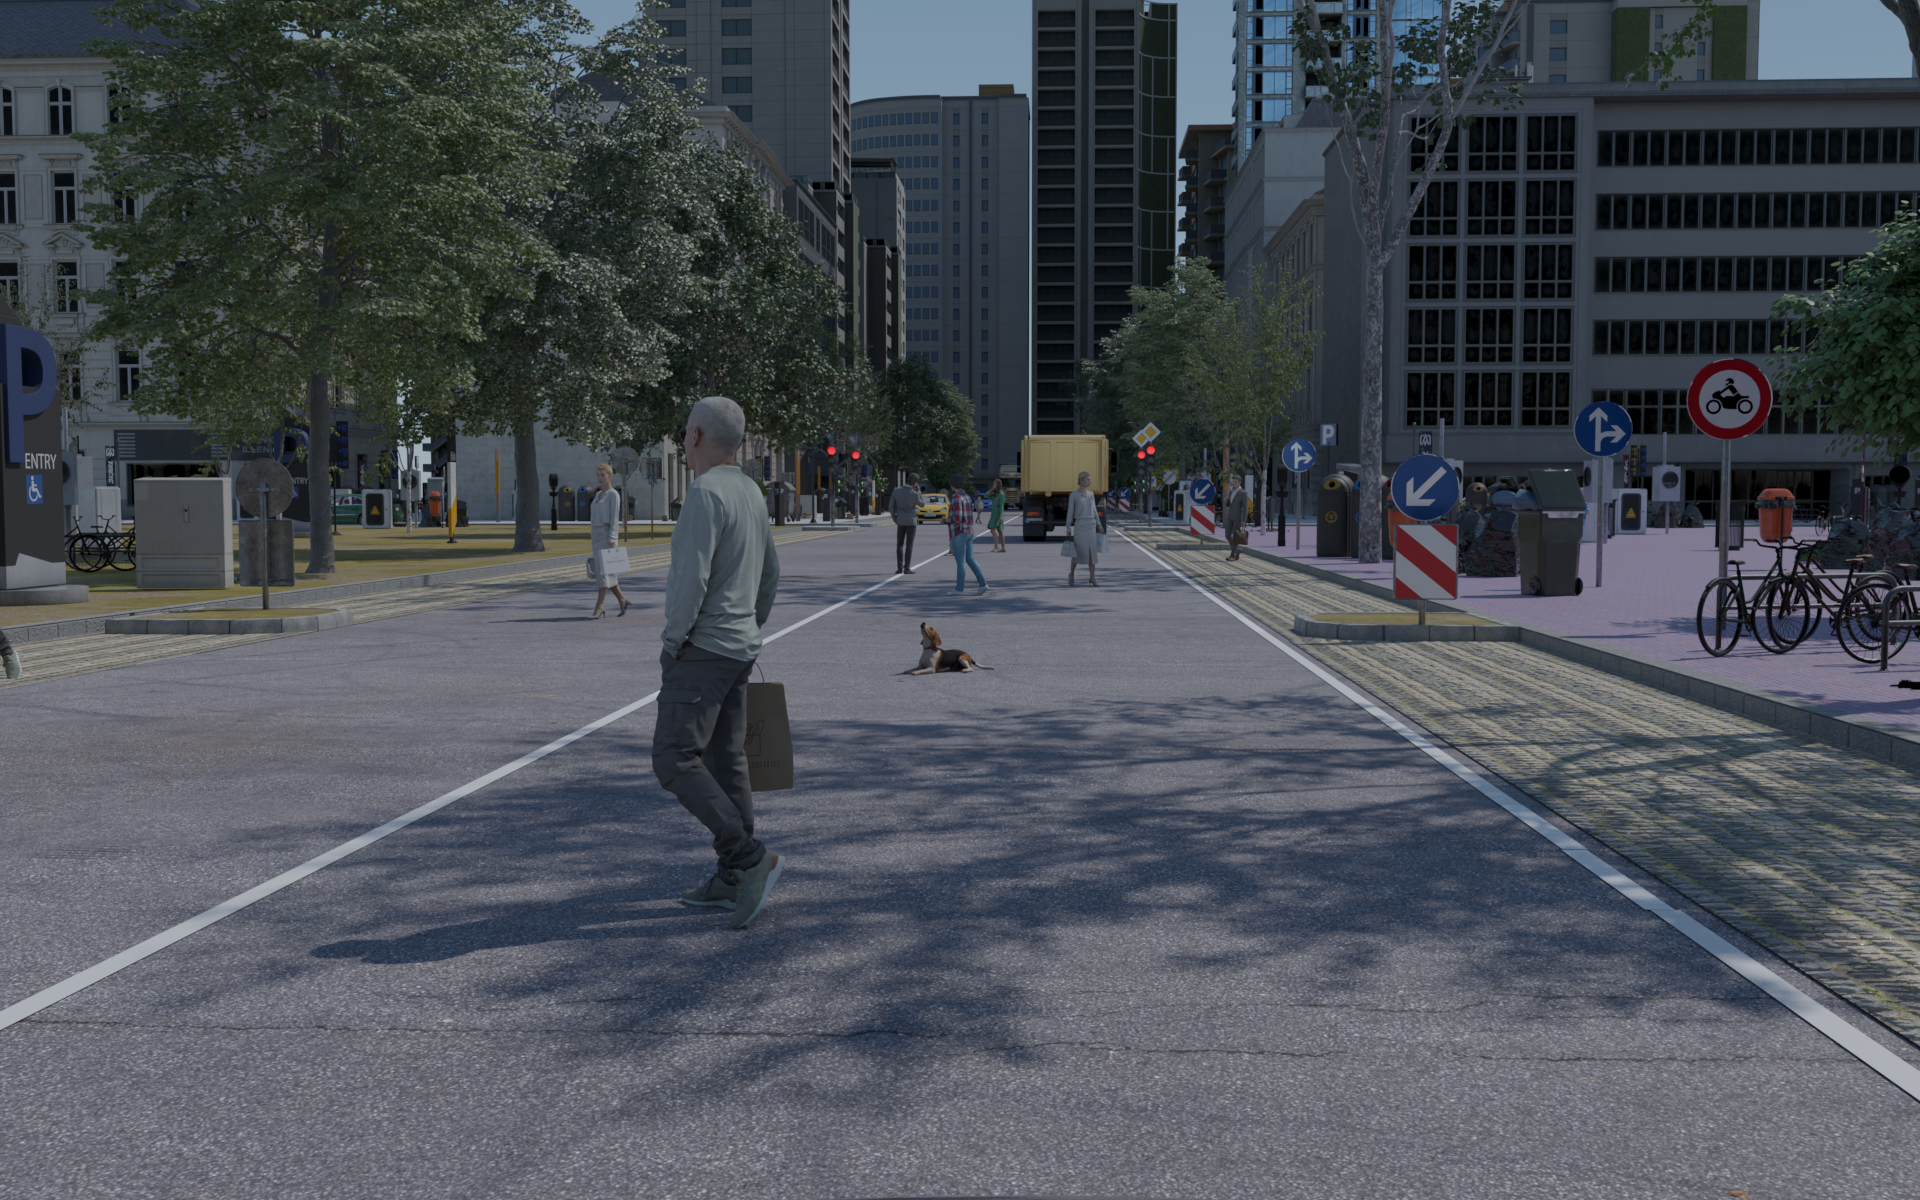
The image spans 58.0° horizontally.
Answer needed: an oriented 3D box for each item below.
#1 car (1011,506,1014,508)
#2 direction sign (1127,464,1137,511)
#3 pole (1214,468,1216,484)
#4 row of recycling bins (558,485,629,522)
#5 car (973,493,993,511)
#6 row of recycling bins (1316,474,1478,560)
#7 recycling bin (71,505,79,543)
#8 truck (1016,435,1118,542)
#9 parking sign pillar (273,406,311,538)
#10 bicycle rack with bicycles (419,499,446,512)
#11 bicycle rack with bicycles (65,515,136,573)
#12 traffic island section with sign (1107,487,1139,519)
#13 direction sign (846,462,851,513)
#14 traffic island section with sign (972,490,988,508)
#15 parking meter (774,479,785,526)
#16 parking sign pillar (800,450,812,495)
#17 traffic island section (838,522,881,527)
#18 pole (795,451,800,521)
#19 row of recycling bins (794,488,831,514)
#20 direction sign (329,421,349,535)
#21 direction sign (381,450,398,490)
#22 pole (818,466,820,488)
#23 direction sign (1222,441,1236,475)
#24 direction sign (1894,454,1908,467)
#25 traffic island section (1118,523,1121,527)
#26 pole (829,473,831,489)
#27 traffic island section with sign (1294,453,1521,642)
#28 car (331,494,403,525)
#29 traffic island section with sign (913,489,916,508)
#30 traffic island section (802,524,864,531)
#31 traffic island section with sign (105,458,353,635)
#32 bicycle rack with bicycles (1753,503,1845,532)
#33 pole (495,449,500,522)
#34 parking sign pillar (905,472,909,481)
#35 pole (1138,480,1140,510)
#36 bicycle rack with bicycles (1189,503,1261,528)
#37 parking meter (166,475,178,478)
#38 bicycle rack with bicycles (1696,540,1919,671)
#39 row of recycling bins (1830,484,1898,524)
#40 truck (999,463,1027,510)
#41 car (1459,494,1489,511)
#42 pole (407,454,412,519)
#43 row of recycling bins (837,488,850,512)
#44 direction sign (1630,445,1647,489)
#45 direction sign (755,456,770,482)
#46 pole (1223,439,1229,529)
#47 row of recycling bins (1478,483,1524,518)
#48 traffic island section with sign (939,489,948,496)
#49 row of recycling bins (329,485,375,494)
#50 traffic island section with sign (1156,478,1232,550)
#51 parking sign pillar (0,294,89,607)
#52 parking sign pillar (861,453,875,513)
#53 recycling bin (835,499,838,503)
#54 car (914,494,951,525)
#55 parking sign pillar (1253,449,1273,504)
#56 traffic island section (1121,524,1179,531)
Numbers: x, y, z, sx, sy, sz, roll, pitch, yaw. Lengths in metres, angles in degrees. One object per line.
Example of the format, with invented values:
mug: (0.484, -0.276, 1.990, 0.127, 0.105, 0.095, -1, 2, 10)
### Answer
car: (4.669, -10.206, 178.672, 2.131, 1.459, 4.920, 0, 4, 3)
direction sign: (13.101, -8.551, 131.813, 0.876, 3.537, 0.379, -1, 4, -19)
pole: (19.810, -8.610, 134.623, 0.158, 3.312, 0.155, 0, 3, 0)
row of recycling bins: (-17.219, -4.542, 81.376, 3.534, 1.692, 1.069, 1, 4, 13)
car: (2.039, -8.235, 144.231, 1.945, 1.707, 3.694, 0, 4, 4)
row of recycling bins: (8.461, -1.666, 34.357, 1.069, 1.692, 3.534, -2, 4, -32)
recycling bin: (-23.342, -2.030, 45.742, 0.722, 1.027, 0.722, 1, 4, 20)
truck: (3.404, -3.648, 55.576, 3.469, 3.379, 9.791, 0, 4, 4)
parking sign pillar: (-19.531, -3.824, 50.987, 1.447, 3.967, 1.447, 1, 4, 13)
bicycle rack with bicycles: (-41.949, -7.476, 135.608, 2.852, 0.926, 2.925, 3, 5, 43)
bicycle rack with bicycles: (-14.170, -0.967, 29.193, 2.925, 0.926, 2.852, -1, 4, -8)
traffic island section with sign: (9.359, -5.595, 100.099, 1.989, 1.847, 2.006, 0, 4, 3)
direction sign: (-7.602, -7.712, 118.095, 0.379, 3.537, 0.876, 1, 4, 10)
traffic island section with sign: (1.806, -10.376, 178.269, 1.989, 1.847, 2.006, 0, 4, 3)
parking meter: (-7.217, -3.887, 69.269, 0.255, 1.863, 0.399, 2, 4, 35)
parking sign pillar: (-9.512, -7.216, 106.452, 1.447, 3.967, 1.447, -2, 4, -28)
traffic island section: (-4.563, -3.303, 76.284, 2.009, 0.180, 2.903, 0, 4, 3)
pole: (-7.590, -5.334, 81.059, 0.158, 3.312, 0.155, 0, 3, 0)
row of recycling bins: (-10.280, -6.494, 113.292, 3.534, 1.692, 1.069, -2, 4, -34)
direction sign: (-19.401, -3.774, 53.704, 0.876, 3.537, 0.379, -1, 4, -12)
direction sign: (-29.461, -5.963, 89.498, 0.876, 3.537, 0.379, 0, 4, 3)
pole: (-10.349, -8.158, 127.231, 0.158, 3.312, 0.155, 0, 3, 0)
direction sign: (11.575, -5.049, 74.547, 0.379, 3.537, 0.876, -2, 4, -30)
direction sign: (41.330, -5.147, 76.154, 0.379, 3.537, 0.876, 0, 4, -5)
traffic island section: (7.907, -3.258, 75.543, 2.009, 0.180, 2.903, 0, 4, 3)
pole: (-9.273, -7.971, 124.164, 0.158, 3.312, 0.155, 0, 3, 0)
traffic island section with sign: (4.481, -0.555, 17.697, 1.989, 1.847, 2.006, 0, 4, 3)
car: (-25.991, -3.743, 72.993, 4.920, 1.459, 2.131, 0, 4, 4)
traffic island section with sign: (-2.778, -5.639, 100.825, 1.989, 1.847, 2.006, 0, 4, 3)
traffic island section: (-5.035, -2.815, 68.313, 2.009, 0.180, 2.903, 0, 4, 3)
traffic island section with sign: (-7.659, -0.604, 18.497, 1.989, 1.847, 2.006, 0, 4, 3)
bicycle rack with bicycles: (25.832, -2.434, 53.171, 2.852, 0.926, 2.925, 3, 4, 37)
pole: (-21.030, -5.194, 78.757, 0.158, 3.312, 0.155, 0, 3, 0)
parking sign pillar: (-4.409, -9.616, 145.700, 1.447, 3.967, 1.447, 1, 4, 12)
pole: (14.126, -8.700, 136.084, 0.158, 3.312, 0.155, 0, 3, 0)
bicycle rack with bicycles: (10.064, -3.230, 66.199, 2.925, 0.926, 2.852, 0, 4, -1)
parking meter: (-24.687, -2.964, 54.177, 0.399, 1.863, 0.255, 1, 4, 19)
bicycle rack with bicycles: (7.147, -0.021, 13.733, 2.925, 0.926, 2.852, -1, 4, -14)
row of recycling bins: (38.877, -4.107, 74.262, 3.534, 1.692, 1.069, -1, 4, -21)
truck: (4.814, -10.334, 157.870, 2.839, 4.237, 11.283, 0, 4, 3)
car: (21.204, -3.737, 71.319, 3.980, 1.641, 2.015, 0, 4, 3)
pole: (-28.182, -5.801, 88.681, 0.158, 3.312, 0.155, 0, 3, 0)
row of recycling bins: (-9.481, -7.106, 123.301, 3.534, 1.692, 1.069, 1, 4, 12)
direction sign: (31.438, -5.403, 80.330, 0.876, 3.537, 0.379, -1, 4, -19)
direction sign: (-11.761, -6.808, 103.311, 0.876, 3.537, 0.379, -1, 4, -21)
pole: (9.844, -4.296, 64.088, 0.158, 3.312, 0.155, 0, 3, 0)
row of recycling bins: (19.672, -3.330, 61.559, 3.534, 1.692, 1.069, 3, 4, 39)
traffic island section with sign: (-1.141, -7.319, 128.289, 1.989, 1.847, 2.006, 0, 4, 3)
row of recycling bins: (-28.850, -4.470, 80.201, 3.534, 1.692, 1.069, -3, 5, -40)
traffic island section with sign: (6.082, -2.205, 44.687, 1.989, 1.847, 2.006, 0, 4, 3)
parking sign pillar: (-11.083, -1.948, 20.320, 1.447, 3.967, 1.447, 0, 4, 1)
parking sign pillar: (-6.086, -7.667, 113.834, 1.447, 3.967, 1.447, 1, 4, 21)
recycling bin: (-6.613, -4.847, 91.807, 0.722, 1.027, 0.722, -3, 4, -38)
car: (-1.268, -4.421, 82.512, 2.015, 1.641, 3.980, 0, 4, 4)
parking sign pillar: (17.728, -6.937, 101.898, 1.447, 3.967, 1.447, -2, 4, -25)
traffic island section: (7.435, -2.770, 67.572, 2.009, 0.180, 2.903, 0, 4, 3)
